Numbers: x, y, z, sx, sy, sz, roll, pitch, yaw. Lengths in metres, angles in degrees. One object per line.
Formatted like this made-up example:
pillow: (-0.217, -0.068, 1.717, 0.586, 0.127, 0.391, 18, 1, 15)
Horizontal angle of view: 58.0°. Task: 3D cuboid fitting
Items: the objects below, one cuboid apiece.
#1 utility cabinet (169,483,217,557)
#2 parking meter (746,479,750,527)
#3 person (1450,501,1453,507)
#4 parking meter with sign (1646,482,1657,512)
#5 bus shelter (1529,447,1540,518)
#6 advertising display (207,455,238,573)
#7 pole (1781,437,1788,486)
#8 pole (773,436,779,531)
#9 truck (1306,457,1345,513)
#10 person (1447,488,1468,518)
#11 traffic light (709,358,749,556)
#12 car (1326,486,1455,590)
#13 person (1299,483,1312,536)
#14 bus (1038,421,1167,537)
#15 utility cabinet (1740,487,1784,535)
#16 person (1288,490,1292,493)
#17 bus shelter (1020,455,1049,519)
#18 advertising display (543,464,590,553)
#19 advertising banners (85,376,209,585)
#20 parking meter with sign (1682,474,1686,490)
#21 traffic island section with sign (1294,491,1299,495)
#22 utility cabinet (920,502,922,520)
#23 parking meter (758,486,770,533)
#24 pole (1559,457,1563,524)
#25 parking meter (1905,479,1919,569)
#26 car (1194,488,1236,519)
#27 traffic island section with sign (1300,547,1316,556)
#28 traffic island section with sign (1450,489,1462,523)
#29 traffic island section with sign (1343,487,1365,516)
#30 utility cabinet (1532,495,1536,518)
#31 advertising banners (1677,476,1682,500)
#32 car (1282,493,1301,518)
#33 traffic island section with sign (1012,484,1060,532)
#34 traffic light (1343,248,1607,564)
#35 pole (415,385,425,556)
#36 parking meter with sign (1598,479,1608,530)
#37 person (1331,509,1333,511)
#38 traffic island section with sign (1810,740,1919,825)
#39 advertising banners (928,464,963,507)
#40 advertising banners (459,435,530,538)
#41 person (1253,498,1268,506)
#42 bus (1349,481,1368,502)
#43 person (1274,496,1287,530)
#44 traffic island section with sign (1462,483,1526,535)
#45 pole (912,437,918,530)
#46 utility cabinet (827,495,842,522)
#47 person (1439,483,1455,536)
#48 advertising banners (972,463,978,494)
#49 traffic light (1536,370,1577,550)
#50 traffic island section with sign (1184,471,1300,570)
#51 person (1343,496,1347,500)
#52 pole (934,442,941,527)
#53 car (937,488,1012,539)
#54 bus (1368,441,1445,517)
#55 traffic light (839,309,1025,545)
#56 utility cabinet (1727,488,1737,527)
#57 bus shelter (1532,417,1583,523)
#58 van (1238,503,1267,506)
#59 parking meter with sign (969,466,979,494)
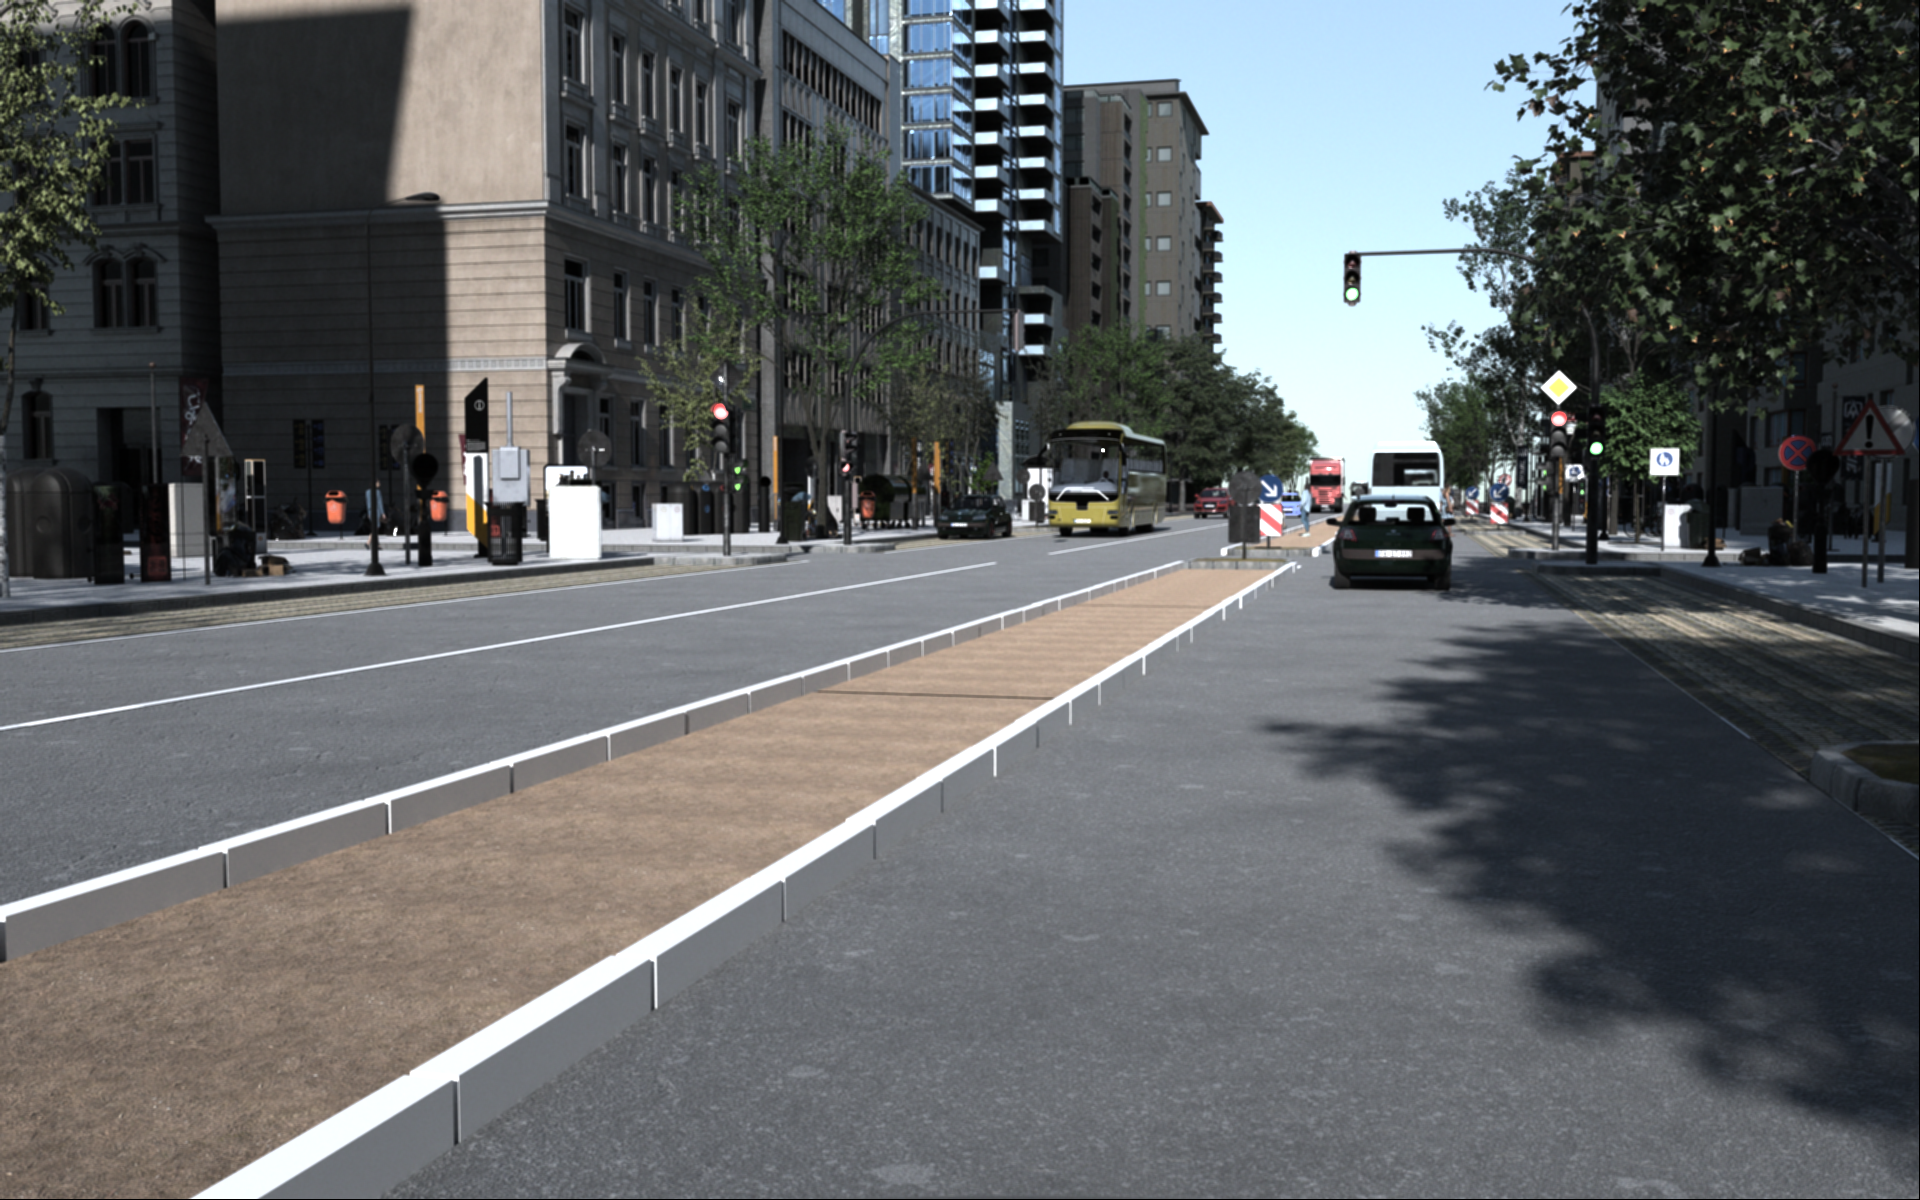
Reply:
utility cabinet: (-15.682, -1.631, 35.351, 0.318, 1.500, 1.173, 1, 4, 20)
parking meter: (-8.342, -3.753, 67.076, 0.399, 1.863, 0.255, 2, 4, 33)
person: (26.484, -4.919, 93.601, 0.352, 1.250, 0.332, 1, 4, 17)
parking meter with sign: (42.445, -6.816, 107.699, 1.738, 3.016, 0.543, 2, 4, 25)
bus shelter: (30.386, -6.000, 89.378, 1.731, 3.624, 6.357, 1, 4, 14)
advertising display: (-12.159, -1.430, 28.587, 0.123, 1.923, 0.974, 0, 4, -3)
pole: (29.295, -4.142, 61.564, 0.158, 3.312, 0.155, 0, 3, 0)
pole: (-6.467, -4.103, 60.922, 0.158, 3.312, 0.155, 0, 3, 0)
truck: (28.303, -8.849, 133.602, 2.839, 4.237, 11.283, 1, 4, 13)
person: (29.793, -5.836, 104.134, 1.509, 1.804, 0.699, 1, 4, 9)
traffic light: (-4.824, -2.871, 35.860, 0.839, 4.253, 0.868, 1, 4, 14)
car: (6.781, -1.069, 27.259, 2.009, 1.686, 4.222, 1, 4, 13)
person: (11.714, -3.046, 58.566, 0.793, 1.790, 0.793, 0, 4, 0)
bus: (5.368, -4.299, 61.827, 2.896, 3.916, 12.252, 1, 4, 14)
utility cabinet: (24.766, -2.742, 53.509, 1.173, 1.500, 0.318, 2, 4, 29)
person: (22.460, -6.685, 118.618, 0.721, 1.723, 1.217, 2, 4, 25)
bus shelter: (4.746, -6.026, 92.452, 2.014, 3.302, 5.546, 1, 4, 14)
advertising display: (-8.536, -1.983, 37.635, 0.974, 1.923, 0.123, 0, 4, -7)
advertising banners: (-11.770, -1.775, 25.209, 0.090, 3.025, 2.074, 2, 4, 28)
parking meter with sign: (45.038, -6.796, 107.382, 0.543, 3.016, 1.738, 3, 4, 36)
traffic island section with sign: (42.616, -12.878, 219.190, 1.989, 1.847, 2.006, 1, 4, 14)
utility cabinet: (-2.030, -4.516, 84.994, 0.306, 1.237, 1.020, 1, 4, 16)
parking meter: (-6.524, -3.012, 57.663, 0.372, 1.533, 0.369, 0, 3, 0)
pole: (25.738, -4.919, 74.273, 0.158, 3.312, 0.155, 0, 3, 0)
parking meter: (16.447, -1.303, 29.721, 0.372, 1.533, 0.369, 0, 3, 0)
car: (15.136, -5.746, 102.621, 2.281, 1.827, 5.304, 1, 4, 16)
traffic island section with sign: (7.325, -1.995, 40.753, 2.006, 1.907, 1.989, 1, 4, 14)
traffic island section with sign: (25.598, -4.796, 87.035, 1.989, 1.847, 2.006, 1, 4, 14)
traffic island section with sign: (26.166, -6.444, 113.500, 2.006, 1.907, 1.989, 1, 4, 14)
utility cabinet: (31.526, -5.116, 94.814, 0.306, 1.237, 1.020, 2, 4, 23)
advertising banners: (30.620, -4.728, 73.483, 0.090, 3.025, 2.074, 1, 4, 12)
car: (20.024, -5.866, 105.501, 1.945, 1.707, 3.694, 1, 4, 13)
traffic island section with sign: (2.875, -3.499, 65.839, 1.989, 1.847, 2.006, 1, 4, 14)
traffic light: (9.505, -3.509, 32.033, 4.771, 5.953, 1.251, 1, 4, 14)
pole: (-10.106, -2.364, 32.492, 0.158, 3.312, 0.155, 0, 3, 0)
parking meter with sign: (23.228, -4.074, 62.867, 0.543, 3.016, 1.738, 2, 4, 31)
person: (31.489, -8.416, 146.042, 1.348, 1.831, 0.705, 0, 4, 4)
traffic island section with sign: (5.091, 0.044, 7.914, 1.989, 1.847, 2.006, 1, 4, 14)
advertising banners: (-0.841, -6.240, 98.218, 2.074, 3.025, 0.090, 1, 4, 13)
advertising banners: (-13.570, -3.319, 50.458, 2.074, 3.025, 0.090, 0, 4, 4)
person: (12.809, -3.969, 73.746, 0.623, 1.781, 0.721, -2, 4, -25)
bus: (55.252, -14.921, 238.818, 2.948, 3.499, 13.247, 1, 4, 13)
person: (12.573, -3.633, 68.244, 0.624, 1.780, 0.694, 2, 4, 28)
traffic island section with sign: (18.819, -3.200, 60.943, 1.989, 1.847, 2.006, 1, 4, 14)
pole: (-1.631, -4.189, 62.333, 0.158, 3.312, 0.155, 0, 3, 0)
utility cabinet: (-5.712, -4.184, 79.573, 1.020, 1.237, 0.306, 2, 4, 27)
person: (16.378, -3.048, 58.429, 0.778, 1.811, 0.616, 0, 4, -7)
advertising banners: (0.843, -6.091, 95.771, 0.090, 3.025, 2.074, 0, 4, -7)
traffic light: (13.556, -3.086, 39.379, 0.839, 4.253, 0.868, 1, 4, 14)
traffic island section with sign: (5.457, -1.556, 33.584, 2.006, 1.907, 1.989, 1, 4, 14)
person: (31.074, -8.165, 141.937, 1.348, 1.831, 0.705, 0, 4, 4)
pole: (-0.922, -4.512, 67.622, 0.158, 3.312, 0.155, 0, 3, 0)
car: (0.486, -2.807, 55.680, 2.009, 1.686, 4.222, 1, 4, 14)
bus: (17.323, -4.416, 67.060, 2.948, 3.499, 13.247, 1, 4, 15)
traffic light: (-0.774, -4.185, 43.100, 4.771, 5.953, 1.251, 1, 4, 14)
utility cabinet: (30.128, -3.613, 67.752, 0.318, 1.500, 1.173, 0, 4, -4)
bus shelter: (28.012, -6.337, 81.250, 2.179, 5.291, 8.768, 1, 4, 15)
van: (20.489, -6.988, 121.260, 2.013, 2.044, 4.112, 1, 4, 16)
parking meter with sign: (1.271, -6.777, 107.056, 0.543, 3.016, 1.738, -2, 4, -34)
